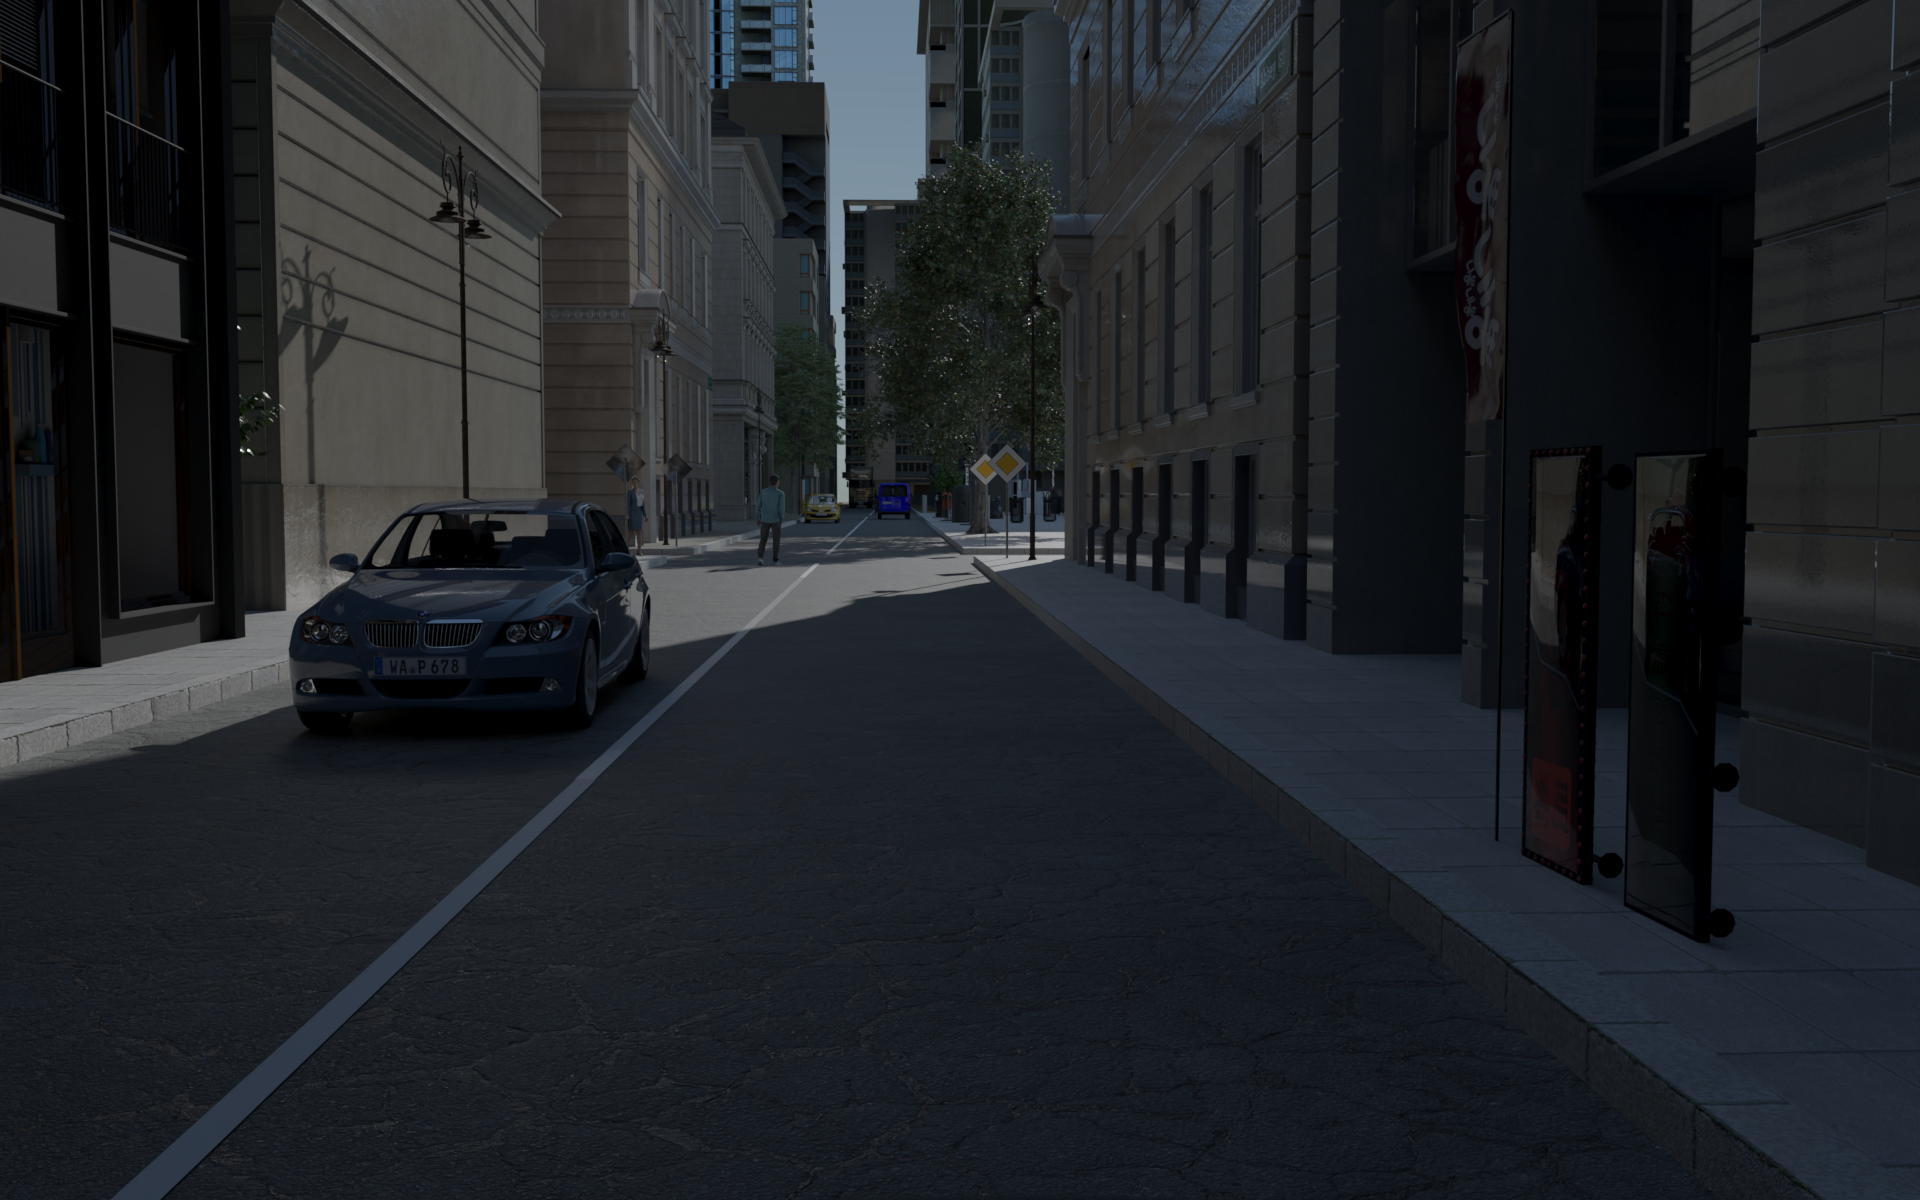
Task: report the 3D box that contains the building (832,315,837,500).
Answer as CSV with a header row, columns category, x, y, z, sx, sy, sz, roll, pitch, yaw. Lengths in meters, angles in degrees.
category,x,y,z,sx,sy,sz,roll,pitch,yaw
building,-25.809,-19.333,161.128,27.650,21.520,28.899,0,4,-2

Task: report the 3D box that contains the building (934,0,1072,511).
category,x,y,z,sx,sy,sz,roll,pitch,yaw
building,14.290,-26.980,132.996,32.217,40.220,23.993,0,4,-2

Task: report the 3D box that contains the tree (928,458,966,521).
category,x,y,z,sx,sy,sz,roll,pitch,yaw
tree,-0.566,-5.374,82.466,1.663,3.219,1.824,0,3,0

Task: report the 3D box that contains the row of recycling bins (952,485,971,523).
category,x,y,z,sx,sy,sz,roll,pitch,yaw
row of recycling bins,0.413,-4.388,78.860,1.069,1.692,3.534,1,4,17

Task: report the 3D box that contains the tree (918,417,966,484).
category,x,y,z,sx,sy,sz,roll,pitch,yaw
tree,-1.214,-10.286,118.540,4.360,8.622,3.978,0,3,0

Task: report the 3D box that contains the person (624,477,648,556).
category,x,y,z,sx,sy,sz,roll,pitch,yaw
person,-7.412,-1.895,39.514,0.581,1.822,0.654,-2,4,-31

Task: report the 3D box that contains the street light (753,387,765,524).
category,x,y,z,sx,sy,sz,roll,pitch,yaw
street light,-8.665,-6.239,74.789,0.468,5.910,1.993,0,4,-2

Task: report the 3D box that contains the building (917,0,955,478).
category,x,y,z,sx,sy,sz,roll,pitch,yaw
building,10.087,-36.086,179.252,28.713,52.752,27.495,0,4,-2

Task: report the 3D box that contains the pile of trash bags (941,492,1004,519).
category,x,y,z,sx,sy,sz,roll,pitch,yaw
pile of trash bags,0.666,-4.928,90.328,3.447,1.369,1.912,1,4,17

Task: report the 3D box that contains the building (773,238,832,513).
category,x,y,z,sx,sy,sz,roll,pitch,yaw
building,-24.315,-17.510,131.332,27.650,21.520,28.899,0,4,-2

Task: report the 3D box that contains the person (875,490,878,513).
category,x,y,z,sx,sy,sz,roll,pitch,yaw
person,-6.361,-7.635,134.135,0.742,1.727,0.445,3,5,43

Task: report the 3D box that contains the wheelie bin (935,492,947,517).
category,x,y,z,sx,sy,sz,roll,pitch,yaw
wheelie bin,-0.931,-5.440,96.846,0.693,1.594,0.980,3,5,43

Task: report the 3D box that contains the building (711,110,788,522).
category,x,y,z,sx,sy,sz,roll,pitch,yaw
building,-14.522,-14.094,81.351,10.553,20.767,40.483,0,4,-2

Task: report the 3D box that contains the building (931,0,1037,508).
category,x,y,z,sx,sy,sz,roll,pitch,yaw
building,7.923,-43.812,154.579,20.563,71.187,20.611,0,4,-2

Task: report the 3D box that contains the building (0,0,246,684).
category,x,y,z,sx,sy,sz,roll,pitch,yaw
building,-12.243,-10.827,6.692,12.332,23.373,15.834,0,4,-2

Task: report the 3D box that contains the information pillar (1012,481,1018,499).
category,x,y,z,sx,sy,sz,roll,pitch,yaw
information pillar,3.149,-5.826,99.746,0.304,2.012,0.304,-1,4,-8

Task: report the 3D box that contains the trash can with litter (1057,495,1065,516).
category,x,y,z,sx,sy,sz,roll,pitch,yaw
trash can with litter,6.630,-5.573,102.184,2.233,1.210,1.678,-1,4,-16

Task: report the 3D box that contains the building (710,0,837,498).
category,x,y,z,sx,sy,sz,roll,pitch,yaw
building,-30.676,-54.860,209.634,31.000,86.520,22.319,0,4,-2

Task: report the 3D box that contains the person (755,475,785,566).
category,x,y,z,sx,sy,sz,roll,pitch,yaw
person,-3.825,-1.604,34.739,0.660,1.820,0.620,1,4,14

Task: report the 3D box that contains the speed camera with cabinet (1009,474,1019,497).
category,x,y,z,sx,sy,sz,roll,pitch,yaw
speed camera with cabinet,3.818,-7.085,110.173,0.660,3.252,2.038,2,4,30

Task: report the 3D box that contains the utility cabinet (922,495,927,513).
category,x,y,z,sx,sy,sz,roll,pitch,yaw
utility cabinet,-2.391,-6.469,116.933,0.306,1.237,1.020,0,4,-4

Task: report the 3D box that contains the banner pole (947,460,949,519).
category,x,y,z,sx,sy,sz,roll,pitch,yaw
banner pole,-0.609,-5.984,87.854,0.401,3.779,0.863,0,4,-1

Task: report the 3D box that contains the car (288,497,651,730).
category,x,y,z,sx,sy,sz,roll,pitch,yaw
car,-3.216,-0.005,12.090,2.014,1.417,4.499,0,4,-3

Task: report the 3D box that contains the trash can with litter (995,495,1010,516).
category,x,y,z,sx,sy,sz,roll,pitch,yaw
trash can with litter,2.549,-5.719,104.562,1.678,1.210,2.233,2,4,27

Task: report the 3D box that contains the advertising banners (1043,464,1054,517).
category,x,y,z,sx,sy,sz,roll,pitch,yaw
advertising banners,5.003,-6.173,97.112,0.090,3.025,2.074,1,4,21

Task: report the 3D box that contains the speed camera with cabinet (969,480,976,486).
category,x,y,z,sx,sy,sz,roll,pitch,yaw
speed camera with cabinet,1.043,-7.112,110.621,0.660,3.252,2.038,1,4,10

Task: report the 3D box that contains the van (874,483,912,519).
category,x,y,z,sx,sy,sz,roll,pitch,yaw
van,-3.813,-5.808,99.340,2.240,2.365,5.245,0,4,-3

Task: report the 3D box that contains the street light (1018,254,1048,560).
category,x,y,z,sx,sy,sz,roll,pitch,yaw
street light,1.412,-3.718,33.581,0.468,5.910,1.993,0,4,-2

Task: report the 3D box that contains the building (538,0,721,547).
category,x,y,z,sx,sy,sz,roll,pitch,yaw
building,-14.509,-16.204,50.843,13.634,28.700,20.117,0,4,-2

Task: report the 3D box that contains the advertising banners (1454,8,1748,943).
category,x,y,z,sx,sy,sz,roll,pitch,yaw
advertising banners,2.036,-0.588,5.798,0.090,3.025,2.074,0,4,-5

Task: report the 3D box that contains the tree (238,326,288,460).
category,x,y,z,sx,sy,sz,roll,pitch,yaw
tree,-7.704,-1.360,16.834,1.663,3.219,1.824,0,3,0

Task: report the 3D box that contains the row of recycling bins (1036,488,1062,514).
category,x,y,z,sx,sy,sz,roll,pitch,yaw
row of recycling bins,5.469,-6.622,115.382,1.069,1.692,3.534,-3,5,-41

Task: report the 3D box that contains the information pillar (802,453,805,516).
category,x,y,z,sx,sy,sz,roll,pitch,yaw
information pillar,-9.032,-6.637,99.862,0.183,3.616,0.504,0,4,4

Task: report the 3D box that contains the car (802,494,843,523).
category,x,y,z,sx,sy,sz,roll,pitch,yaw
car,-6.821,-4.631,85.938,2.015,1.641,3.980,0,4,-3

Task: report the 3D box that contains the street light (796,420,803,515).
category,x,y,z,sx,sy,sz,roll,pitch,yaw
street light,-9.889,-8.174,106.438,0.468,5.910,1.993,0,4,-2

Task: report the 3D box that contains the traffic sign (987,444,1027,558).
category,x,y,z,sx,sy,sz,roll,pitch,yaw
traffic sign,0.937,-1.888,34.506,0.795,2.450,0.064,0,4,-2

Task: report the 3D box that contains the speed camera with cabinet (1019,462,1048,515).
category,x,y,z,sx,sy,sz,roll,pitch,yaw
speed camera with cabinet,4.718,-6.886,106.923,0.660,3.252,2.038,-3,4,-37

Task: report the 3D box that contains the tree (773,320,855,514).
category,x,y,z,sx,sy,sz,roll,pitch,yaw
tree,-10.545,-11.927,113.126,7.486,12.596,7.792,0,3,0

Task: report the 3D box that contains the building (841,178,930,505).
category,x,y,z,sx,sy,sz,roll,pitch,yaw
building,-2.606,-32.050,215.890,23.993,40.220,32.217,0,4,-2

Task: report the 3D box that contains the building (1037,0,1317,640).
category,x,y,z,sx,sy,sz,roll,pitch,yaw
building,8.673,-14.578,24.258,13.634,28.700,20.117,0,4,-2

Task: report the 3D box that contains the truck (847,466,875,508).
category,x,y,z,sx,sy,sz,roll,pitch,yaw
truck,-10.100,-11.501,176.946,2.839,4.237,11.283,0,4,-3

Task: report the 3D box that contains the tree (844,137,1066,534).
category,x,y,z,sx,sy,sz,roll,pitch,yaw
tree,0.803,-8.487,55.763,9.611,12.733,9.660,0,3,0

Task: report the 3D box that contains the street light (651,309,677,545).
category,x,y,z,sx,sy,sz,roll,pitch,yaw
street light,-7.393,-4.317,43.377,0.468,5.910,1.993,0,4,-2

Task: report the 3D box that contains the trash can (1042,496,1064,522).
category,x,y,z,sx,sy,sz,roll,pitch,yaw
trash can,4.151,-4.178,79.963,0.748,1.137,0.748,0,3,0

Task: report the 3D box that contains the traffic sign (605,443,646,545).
category,x,y,z,sx,sy,sz,roll,pitch,yaw
traffic sign,-6.603,-1.871,34.233,0.795,2.450,0.064,0,4,-2

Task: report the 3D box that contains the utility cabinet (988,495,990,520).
category,x,y,z,sx,sy,sz,roll,pitch,yaw
utility cabinet,1.057,-4.586,86.150,0.306,1.237,1.020,3,5,40

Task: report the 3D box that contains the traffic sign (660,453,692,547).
category,x,y,z,sx,sy,sz,roll,pitch,yaw
traffic sign,-6.914,-2.359,42.212,0.795,2.450,0.064,0,4,-2

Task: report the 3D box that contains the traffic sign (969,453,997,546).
category,x,y,z,sx,sy,sz,roll,pitch,yaw
traffic sign,0.625,-2.376,42.485,0.795,2.450,0.064,0,4,-2

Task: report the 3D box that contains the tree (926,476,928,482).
category,x,y,z,sx,sy,sz,roll,pitch,yaw
tree,-1.084,-6.081,94.031,1.663,3.219,1.824,0,3,0

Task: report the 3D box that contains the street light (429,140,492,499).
category,x,y,z,sx,sy,sz,roll,pitch,yaw
street light,-6.630,-3.080,23.151,0.468,5.910,1.993,0,4,-2

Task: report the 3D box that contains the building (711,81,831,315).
category,x,y,z,sx,sy,sz,roll,pitch,yaw
building,-21.210,-32.729,185.224,14.200,45.320,14.600,0,4,-2

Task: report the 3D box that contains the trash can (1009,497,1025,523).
category,x,y,z,sx,sy,sz,roll,pitch,yaw
trash can,2.515,-3.966,76.490,0.748,1.137,0.748,0,3,0

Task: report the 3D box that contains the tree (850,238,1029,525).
category,x,y,z,sx,sy,sz,roll,pitch,yaw
tree,0.422,-9.823,70.984,12.009,13.543,11.850,0,3,0

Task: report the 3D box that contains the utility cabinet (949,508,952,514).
category,x,y,z,sx,sy,sz,roll,pitch,yaw
utility cabinet,-0.959,-6.014,109.492,1.020,1.237,0.306,2,4,33

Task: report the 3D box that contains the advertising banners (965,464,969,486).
category,x,y,z,sx,sy,sz,roll,pitch,yaw
advertising banners,0.731,-6.366,100.270,0.090,3.025,2.074,2,4,27

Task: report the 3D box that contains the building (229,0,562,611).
category,x,y,z,sx,sy,sz,roll,pitch,yaw
building,-21.913,-11.727,25.025,30.059,22.955,16.112,0,4,-2
